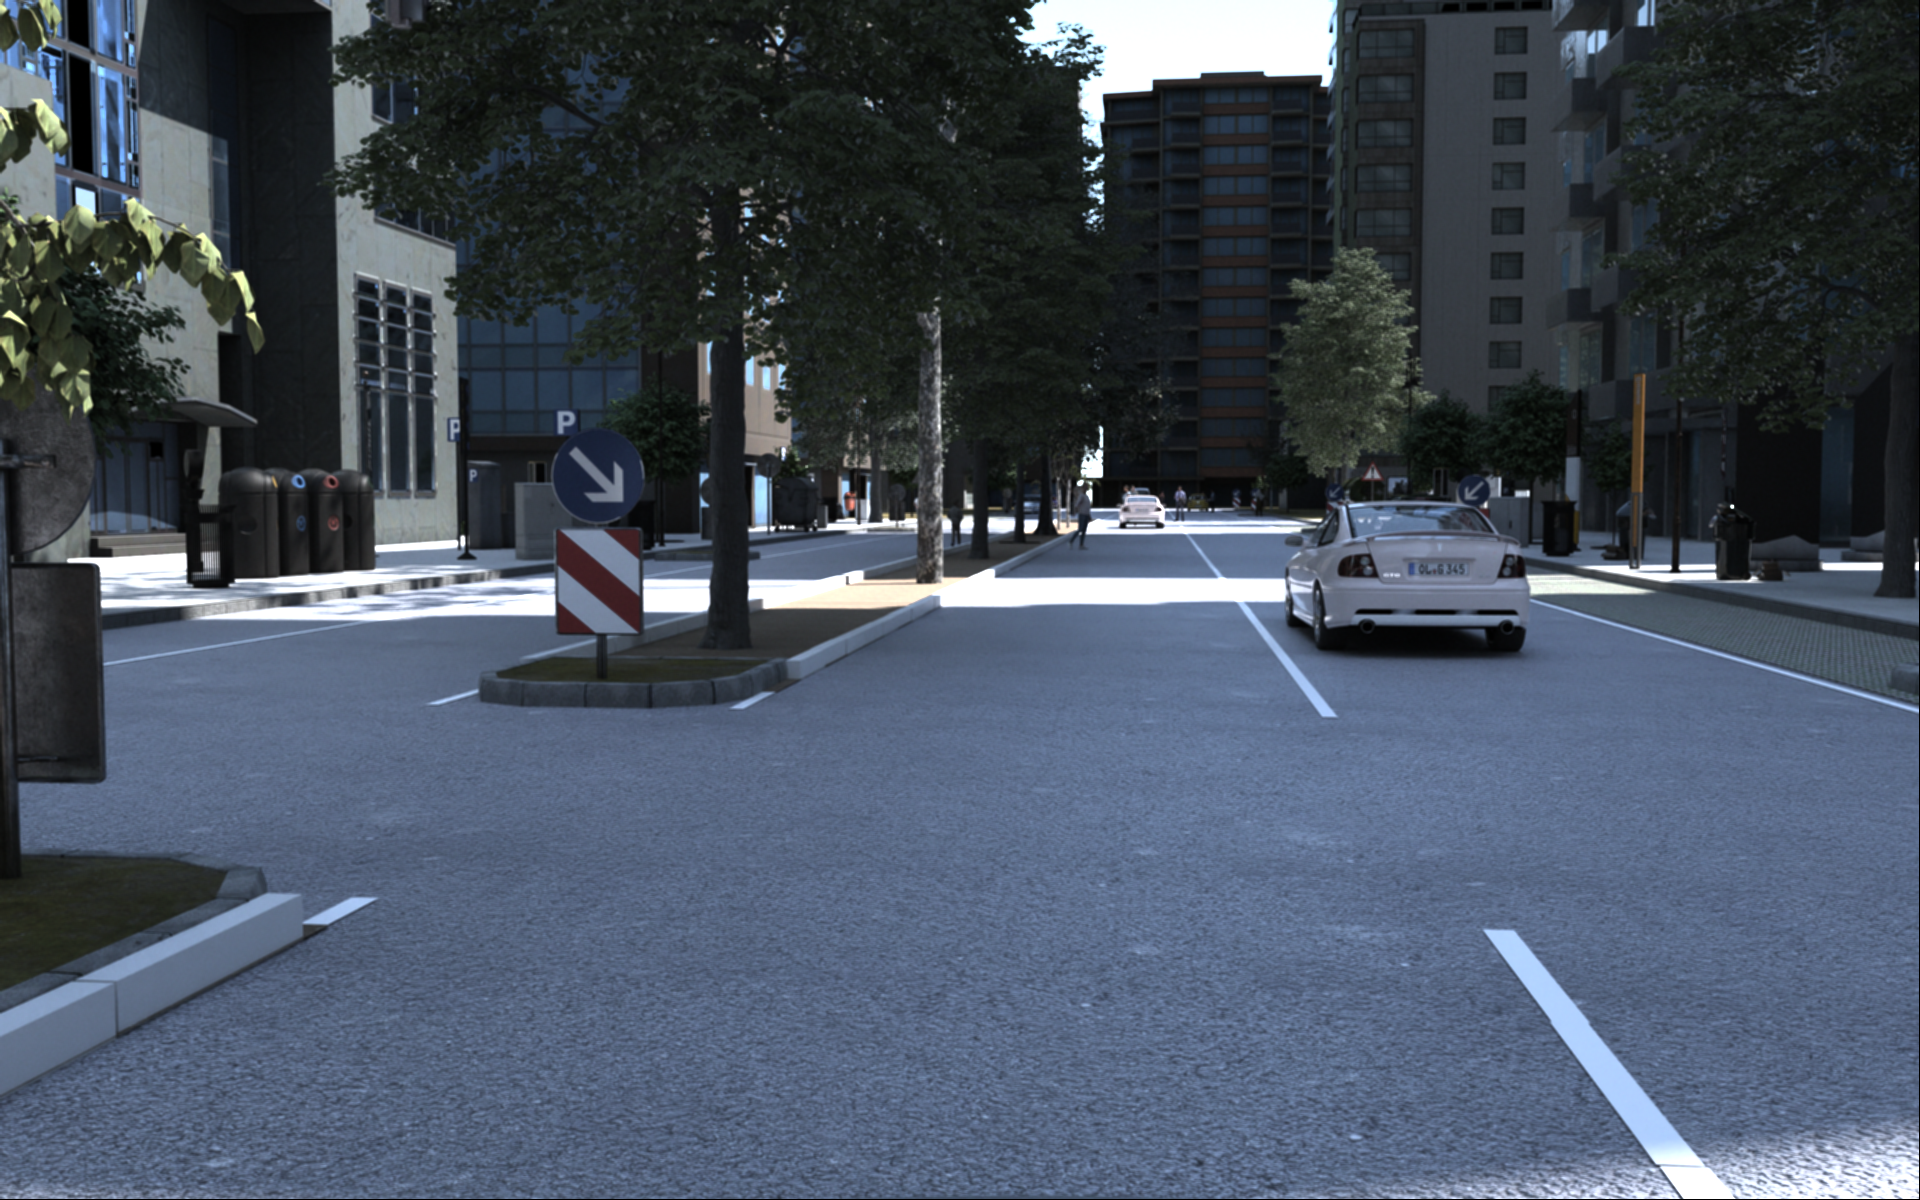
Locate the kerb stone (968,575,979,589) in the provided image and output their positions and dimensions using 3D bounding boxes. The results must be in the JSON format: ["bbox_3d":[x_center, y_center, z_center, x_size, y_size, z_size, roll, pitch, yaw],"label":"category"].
[{"bbox_3d":[0.145,-0.232,26.042,0.120,0.150,1.000,0,4,6],"label":"kerb stone"}]

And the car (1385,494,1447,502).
[{"bbox_3d":[10.961,-1.970,41.999,2.009,1.686,4.222,0,4,7],"label":"car"}]

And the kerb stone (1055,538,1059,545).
[{"bbox_3d":[2.558,-1.543,47.416,0.120,0.150,1.000,0,4,6],"label":"kerb stone"}]

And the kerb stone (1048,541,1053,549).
[{"bbox_3d":[2.218,-1.356,44.358,0.120,0.150,1.000,0,4,6],"label":"kerb stone"}]

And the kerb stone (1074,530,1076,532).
[{"bbox_3d":[3.700,-2.165,57.600,0.120,0.150,1.000,0,4,6],"label":"kerb stone"}]

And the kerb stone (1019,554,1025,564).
[{"bbox_3d":[1.174,-0.795,35.192,0.120,0.150,1.000,0,4,6],"label":"kerb stone"}]

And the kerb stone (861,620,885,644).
[{"bbox_3d":[-0.892,0.327,16.881,0.120,0.150,1.000,0,4,6],"label":"kerb stone"}]

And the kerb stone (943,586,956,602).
[{"bbox_3d":[-0.205,-0.049,22.995,0.120,0.150,1.000,0,4,6],"label":"kerb stone"}]

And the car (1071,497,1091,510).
[{"bbox_3d":[10.623,-8.688,154.416,2.083,1.381,4.827,0,4,6],"label":"car"}]

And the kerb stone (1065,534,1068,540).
[{"bbox_3d":[3.120,-1.853,52.508,0.120,0.150,1.000,0,4,6],"label":"kerb stone"}]

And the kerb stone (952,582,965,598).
[{"bbox_3d":[-0.087,-0.109,24.011,0.120,0.150,1.000,0,4,6],"label":"kerb stone"}]

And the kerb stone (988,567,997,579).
[{"bbox_3d":[0.478,-0.413,29.091,0.120,0.150,1.000,0,4,6],"label":"kerb stone"}]

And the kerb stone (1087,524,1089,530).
[{"bbox_3d":[4.958,-2.850,68.794,0.120,0.150,1.000,0,4,6],"label":"kerb stone"}]

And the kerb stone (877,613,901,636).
[{"bbox_3d":[-0.771,0.266,17.907,0.120,0.150,1.000,0,4,6],"label":"kerb stone"}]

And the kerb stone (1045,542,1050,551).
[{"bbox_3d":[2.097,-1.293,43.339,0.120,0.150,1.000,0,4,6],"label":"kerb stone"}]

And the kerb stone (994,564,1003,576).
[{"bbox_3d":[0.591,-0.484,30.106,0.120,0.150,1.000,0,4,6],"label":"kerb stone"}]

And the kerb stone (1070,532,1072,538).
[{"bbox_3d":[3.354,-1.978,54.543,0.120,0.150,1.000,0,4,6],"label":"kerb stone"}]

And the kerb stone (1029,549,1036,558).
[{"bbox_3d":[1.518,-0.981,38.241,0.120,0.150,1.000,0,4,6],"label":"kerb stone"}]

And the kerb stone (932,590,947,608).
[{"bbox_3d":[-0.313,0.013,21.978,0.120,0.150,1.000,0,4,6],"label":"kerb stone"}]

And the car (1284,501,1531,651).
[{"bbox_3d":[4.330,-0.297,17.226,2.083,1.381,4.827,0,4,5],"label":"car"}]

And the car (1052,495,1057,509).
[{"bbox_3d":[8.289,-9.095,161.278,1.945,1.354,3.894,0,4,6],"label":"car"}]

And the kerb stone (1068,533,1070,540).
[{"bbox_3d":[3.235,-1.915,53.526,0.120,0.150,1.000,0,4,6],"label":"kerb stone"}]

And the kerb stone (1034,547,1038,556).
[{"bbox_3d":[1.620,-1.044,39.261,0.120,0.150,1.000,0,4,6],"label":"kerb stone"}]

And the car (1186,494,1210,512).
[{"bbox_3d":[19.674,-8.132,143.186,2.015,1.641,3.980,0,4,7],"label":"car"}]

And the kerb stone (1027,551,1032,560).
[{"bbox_3d":[1.405,-0.915,37.223,0.120,0.150,1.000,0,4,6],"label":"kerb stone"}]

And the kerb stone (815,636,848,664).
[{"bbox_3d":[-1.128,0.449,14.849,0.120,0.150,1.000,0,4,6],"label":"kerb stone"}]

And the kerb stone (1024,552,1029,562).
[{"bbox_3d":[1.286,-0.854,36.208,0.120,0.150,1.000,0,4,6],"label":"kerb stone"}]

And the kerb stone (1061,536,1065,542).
[{"bbox_3d":[2.892,-1.729,50.472,0.120,0.150,1.000,0,4,6],"label":"kerb stone"}]

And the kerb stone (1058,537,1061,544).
[{"bbox_3d":[2.668,-1.604,48.435,0.120,0.150,1.000,0,4,6],"label":"kerb stone"}]

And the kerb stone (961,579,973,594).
[{"bbox_3d":[0.036,-0.173,25.025,0.120,0.150,1.000,0,4,6],"label":"kerb stone"}]

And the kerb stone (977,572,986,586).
[{"bbox_3d":[0.255,-0.297,27.058,0.120,0.150,1.000,0,4,6],"label":"kerb stone"}]

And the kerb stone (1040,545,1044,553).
[{"bbox_3d":[1.860,-1.169,41.305,0.120,0.150,1.000,0,4,6],"label":"kerb stone"}]

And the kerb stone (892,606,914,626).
[{"bbox_3d":[-0.664,0.201,18.932,0.120,0.150,1.000,0,4,6],"label":"kerb stone"}]

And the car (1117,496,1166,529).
[{"bbox_3d":[7.662,-3.719,73.161,2.083,1.381,4.827,0,4,5],"label":"car"}]

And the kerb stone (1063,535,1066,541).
[{"bbox_3d":[2.999,-1.792,51.489,0.120,0.150,1.000,0,4,6],"label":"kerb stone"}]

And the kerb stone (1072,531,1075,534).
[{"bbox_3d":[3.590,-2.103,56.580,0.120,0.150,1.000,0,4,6],"label":"kerb stone"}]

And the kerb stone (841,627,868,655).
[{"bbox_3d":[-1.007,0.389,15.864,0.120,0.150,1.000,0,4,6],"label":"kerb stone"}]

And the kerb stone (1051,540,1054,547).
[{"bbox_3d":[2.320,-1.418,45.376,0.120,0.150,1.000,0,4,6],"label":"kerb stone"}]

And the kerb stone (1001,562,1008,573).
[{"bbox_3d":[0.711,-0.544,31.122,0.120,0.150,1.000,0,4,6],"label":"kerb stone"}]

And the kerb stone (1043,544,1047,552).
[{"bbox_3d":[1.980,-1.228,42.322,0.120,0.150,1.000,0,4,6],"label":"kerb stone"}]

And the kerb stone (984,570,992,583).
[{"bbox_3d":[0.372,-0.355,28.074,0.120,0.150,1.000,0,4,6],"label":"kerb stone"}]

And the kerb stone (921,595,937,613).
[{"bbox_3d":[-0.432,0.075,20.963,0.120,0.150,1.000,0,4,6],"label":"kerb stone"}]

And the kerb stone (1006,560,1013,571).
[{"bbox_3d":[0.836,-0.608,32.138,0.120,0.150,1.000,0,4,6],"label":"kerb stone"}]

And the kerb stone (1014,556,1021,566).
[{"bbox_3d":[1.060,-0.732,34.170,0.120,0.150,1.000,0,4,6],"label":"kerb stone"}]

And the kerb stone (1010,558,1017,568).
[{"bbox_3d":[0.943,-0.662,33.155,0.120,0.150,1.000,0,4,6],"label":"kerb stone"}]

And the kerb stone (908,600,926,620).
[{"bbox_3d":[-0.541,0.138,19.947,0.120,0.150,1.000,0,4,6],"label":"kerb stone"}]

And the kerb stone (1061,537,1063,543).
[{"bbox_3d":[2.780,-1.665,49.456,0.120,0.150,1.000,0,4,6],"label":"kerb stone"}]

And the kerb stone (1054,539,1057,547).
[{"bbox_3d":[2.437,-1.475,46.401,0.120,0.150,1.000,0,4,6],"label":"kerb stone"}]

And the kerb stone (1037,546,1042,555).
[{"bbox_3d":[1.747,-1.096,40.285,0.120,0.150,1.000,0,4,6],"label":"kerb stone"}]

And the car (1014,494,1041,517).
[{"bbox_3d":[4.335,-5.740,105.846,2.014,1.417,4.499,0,4,8],"label":"car"}]
